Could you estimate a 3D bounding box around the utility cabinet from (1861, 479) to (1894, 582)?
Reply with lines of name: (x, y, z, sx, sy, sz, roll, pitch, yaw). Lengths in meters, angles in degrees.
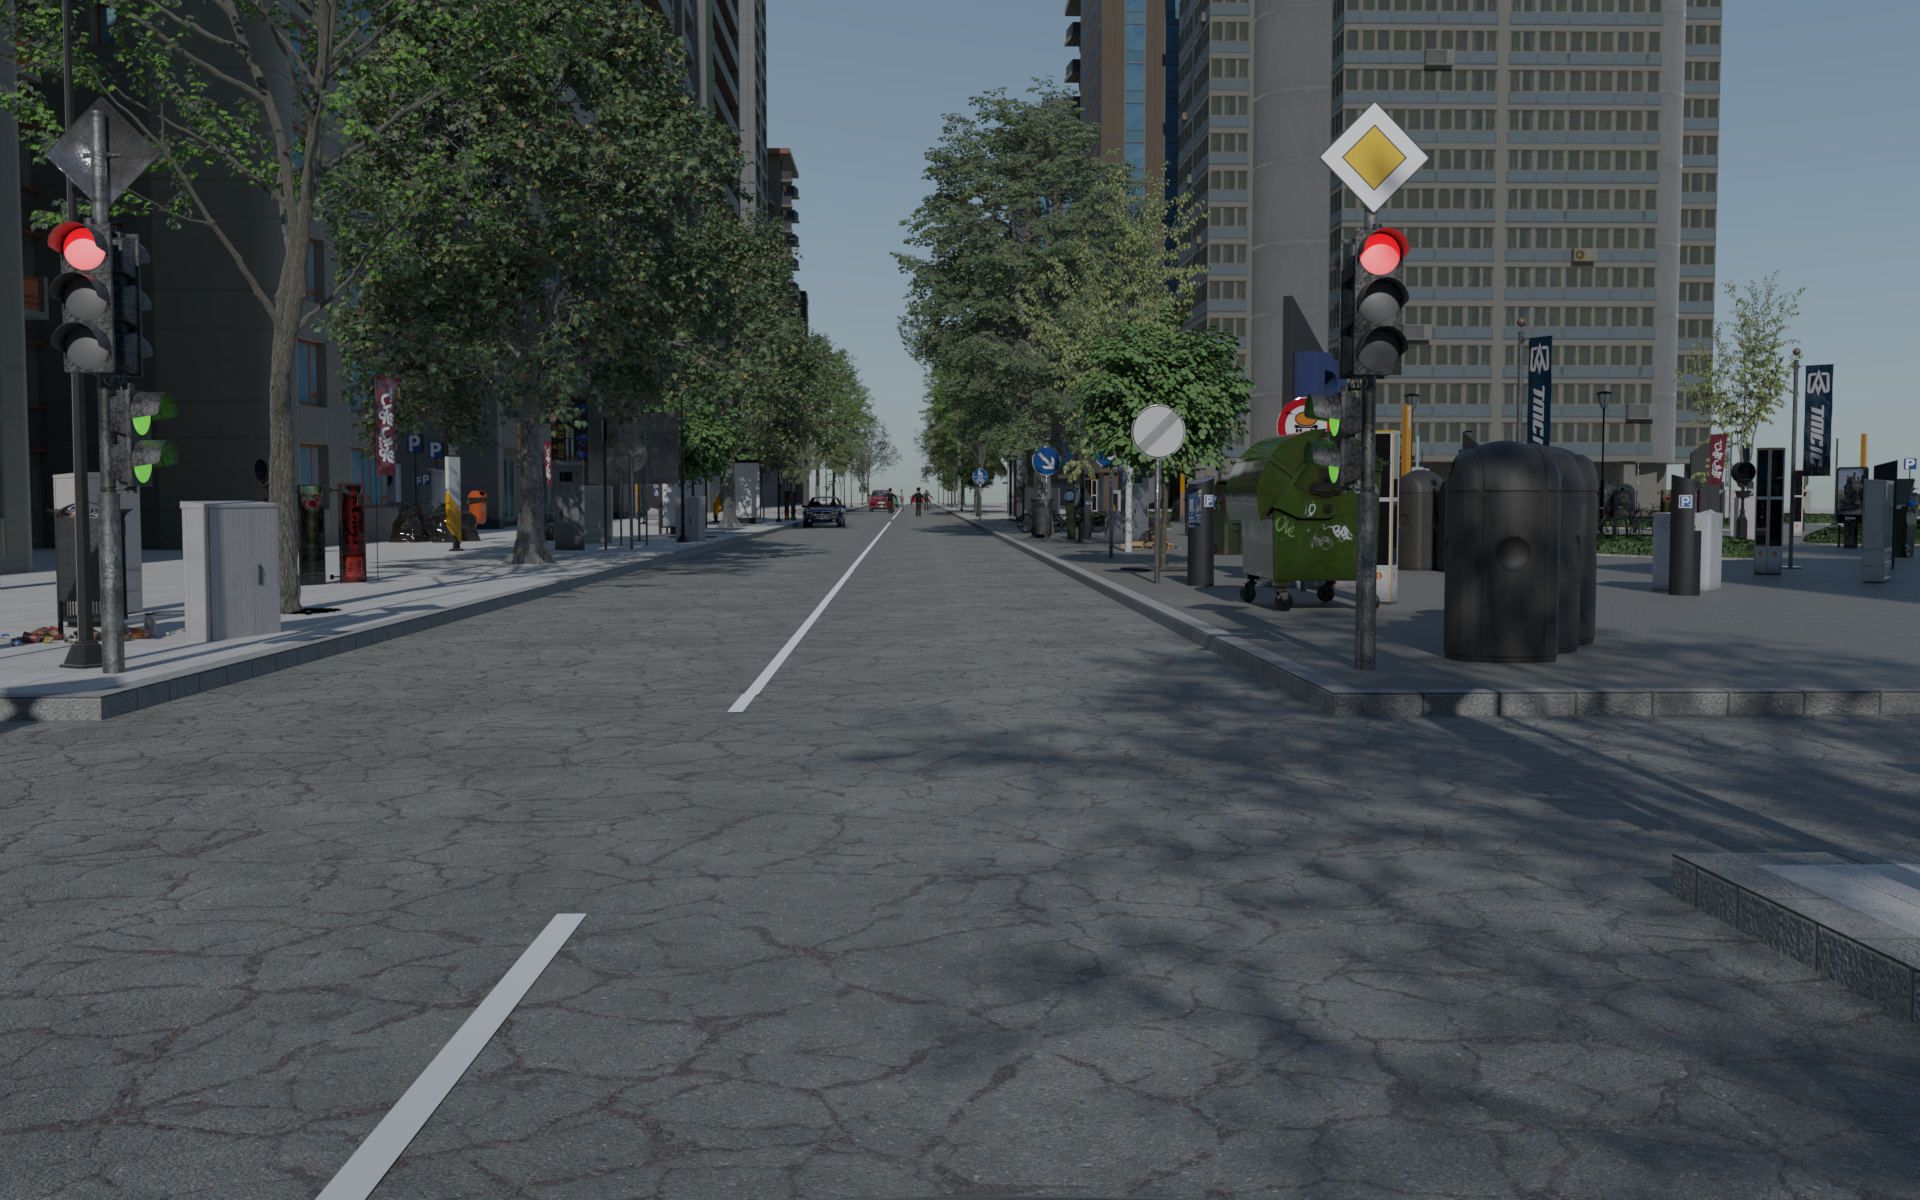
utility cabinet: (13.467, -1.022, 25.391, 0.318, 1.500, 1.173, 2, 4, 33)

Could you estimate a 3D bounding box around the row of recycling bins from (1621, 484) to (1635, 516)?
row of recycling bins: (25.296, -3.782, 68.947, 1.069, 1.692, 3.534, -2, 4, -33)

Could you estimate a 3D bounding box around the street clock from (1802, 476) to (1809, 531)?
street clock: (29.095, -3.383, 59.878, 0.471, 2.002, 0.358, -3, 4, -38)

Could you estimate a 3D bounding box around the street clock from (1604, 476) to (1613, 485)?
street clock: (26.601, -4.068, 71.086, 0.358, 2.002, 0.471, 0, 4, 1)

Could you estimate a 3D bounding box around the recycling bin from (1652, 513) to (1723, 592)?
recycling bin: (9.680, -0.642, 23.047, 0.722, 1.027, 0.722, 3, 4, 36)

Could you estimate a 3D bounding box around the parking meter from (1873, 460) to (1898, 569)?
parking meter: (15.819, -1.467, 29.689, 0.399, 1.863, 0.255, 2, 4, 26)

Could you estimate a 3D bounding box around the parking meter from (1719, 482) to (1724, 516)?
parking meter: (36.106, -4.690, 82.397, 0.399, 1.863, 0.255, -1, 4, -11)

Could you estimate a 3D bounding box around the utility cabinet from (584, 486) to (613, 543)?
utility cabinet: (-9.618, -2.218, 44.936, 1.173, 1.500, 0.318, 0, 4, -6)

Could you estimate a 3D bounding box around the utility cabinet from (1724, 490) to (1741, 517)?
utility cabinet: (37.441, -4.582, 83.600, 1.173, 1.500, 0.318, 0, 4, -3)

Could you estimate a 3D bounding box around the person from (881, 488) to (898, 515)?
person: (-4.855, -6.845, 120.048, 1.348, 1.869, 0.705, -2, 4, -35)

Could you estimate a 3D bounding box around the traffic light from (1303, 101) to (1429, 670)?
traffic light: (2.949, -1.447, 12.576, 0.839, 4.253, 0.868, 0, 4, -2)

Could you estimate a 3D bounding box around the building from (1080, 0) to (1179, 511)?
building: (15.822, -28.688, 119.166, 14.600, 45.320, 14.200, 0, 4, -2)

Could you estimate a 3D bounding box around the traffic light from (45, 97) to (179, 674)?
traffic light: (-6.059, -1.431, 12.317, 0.839, 4.253, 0.868, 0, 4, -2)

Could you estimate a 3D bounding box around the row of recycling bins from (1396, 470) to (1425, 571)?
row of recycling bins: (8.108, -1.333, 28.912, 1.069, 1.692, 3.534, -3, 5, -42)

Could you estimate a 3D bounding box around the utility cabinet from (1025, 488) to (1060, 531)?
utility cabinet: (2.816, -3.089, 59.181, 1.173, 1.500, 0.318, 1, 4, 15)

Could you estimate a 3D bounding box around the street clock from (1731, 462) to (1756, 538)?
street clock: (17.504, -2.090, 38.742, 0.471, 2.002, 0.358, 0, 4, -7)

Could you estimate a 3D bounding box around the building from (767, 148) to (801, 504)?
building: (-31.298, -34.217, 214.076, 22.147, 44.769, 28.867, 0, 4, -2)

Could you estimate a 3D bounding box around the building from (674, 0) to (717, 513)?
building: (-24.064, -26.407, 115.347, 14.154, 41.232, 14.086, 0, 4, -2)

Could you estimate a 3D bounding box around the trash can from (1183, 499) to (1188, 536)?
trash can: (7.204, -2.536, 53.114, 0.748, 1.137, 0.748, 0, 3, 0)

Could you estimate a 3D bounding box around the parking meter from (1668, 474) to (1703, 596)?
parking meter: (9.202, -0.829, 21.962, 0.372, 1.533, 0.369, 0, 3, 0)

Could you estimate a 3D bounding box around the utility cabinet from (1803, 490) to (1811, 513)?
utility cabinet: (40.882, -4.601, 83.909, 0.318, 1.500, 1.173, 3, 5, 44)

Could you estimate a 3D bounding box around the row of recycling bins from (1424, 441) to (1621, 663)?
row of recycling bins: (4.835, -0.463, 14.676, 1.069, 1.692, 3.534, 2, 4, 25)

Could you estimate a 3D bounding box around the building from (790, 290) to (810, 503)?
building: (-28.058, -28.427, 236.486, 14.160, 30.474, 14.107, 0, 4, -2)

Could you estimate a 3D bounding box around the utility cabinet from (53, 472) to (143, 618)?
utility cabinet: (-9.013, -0.577, 18.117, 0.318, 1.500, 1.173, 0, 4, 2)

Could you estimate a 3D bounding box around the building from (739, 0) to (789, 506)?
building: (-29.359, -45.884, 188.454, 20.563, 71.187, 20.611, 0, 4, -2)

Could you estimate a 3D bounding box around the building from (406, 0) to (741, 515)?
building: (-28.542, -31.139, 132.819, 21.300, 48.544, 21.600, 0, 4, -2)

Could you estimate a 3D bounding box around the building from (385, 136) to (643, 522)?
building: (-28.091, -28.950, 97.038, 21.300, 48.544, 21.600, 0, 4, -2)

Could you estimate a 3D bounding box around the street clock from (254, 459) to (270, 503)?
street clock: (-14.228, -1.893, 35.520, 0.471, 2.002, 0.358, 2, 4, 33)

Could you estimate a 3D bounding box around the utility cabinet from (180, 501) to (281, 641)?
utility cabinet: (-6.525, -0.269, 15.555, 0.306, 1.237, 1.020, 1, 4, 12)

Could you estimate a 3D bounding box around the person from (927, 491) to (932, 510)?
person: (-2.844, -9.079, 157.882, 0.436, 1.711, 0.756, -3, 5, -44)

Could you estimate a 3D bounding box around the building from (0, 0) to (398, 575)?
building: (-29.217, -11.513, 33.278, 27.650, 21.520, 28.899, 0, 4, -2)

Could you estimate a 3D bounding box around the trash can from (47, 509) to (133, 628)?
trash can: (-8.420, -0.315, 16.798, 0.748, 1.137, 0.748, 0, 3, 0)

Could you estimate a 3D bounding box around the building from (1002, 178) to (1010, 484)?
building: (17.130, -35.357, 232.710, 22.147, 44.769, 28.867, 0, 4, -2)

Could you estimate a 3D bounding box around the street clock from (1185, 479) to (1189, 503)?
street clock: (10.700, -4.704, 81.478, 0.471, 2.002, 0.358, 1, 4, 19)

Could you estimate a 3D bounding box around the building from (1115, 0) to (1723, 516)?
building: (25.773, -24.993, 100.523, 32.217, 40.220, 23.993, 0, 4, -2)

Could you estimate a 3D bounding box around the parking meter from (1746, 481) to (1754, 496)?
parking meter: (32.435, -4.005, 71.187, 0.255, 1.863, 0.399, 1, 4, 9)

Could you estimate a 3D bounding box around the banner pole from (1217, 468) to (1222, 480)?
banner pole: (11.285, -5.219, 75.349, 0.401, 3.779, 0.863, 0, 4, -5)

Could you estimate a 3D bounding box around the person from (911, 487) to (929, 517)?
person: (-2.524, -6.006, 106.330, 1.348, 1.869, 0.705, 3, 4, 37)

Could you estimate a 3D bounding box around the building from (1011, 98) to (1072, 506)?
building: (13.882, -33.444, 196.925, 14.600, 45.320, 14.200, 0, 4, -2)

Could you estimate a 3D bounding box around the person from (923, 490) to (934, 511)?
person: (-2.894, -8.581, 148.823, 1.348, 1.821, 0.705, 0, 4, -3)

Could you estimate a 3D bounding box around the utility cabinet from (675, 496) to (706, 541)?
utility cabinet: (-7.368, -2.210, 47.297, 1.020, 1.237, 0.306, 3, 5, 44)

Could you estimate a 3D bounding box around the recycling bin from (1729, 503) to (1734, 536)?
recycling bin: (23.082, -2.342, 50.842, 0.722, 1.027, 0.722, 3, 5, 43)

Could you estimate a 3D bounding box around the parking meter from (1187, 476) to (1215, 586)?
parking meter: (3.371, -0.967, 24.226, 0.372, 1.533, 0.369, 0, 3, 0)

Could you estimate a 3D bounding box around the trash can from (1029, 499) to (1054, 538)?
trash can: (2.406, -2.405, 50.983, 0.748, 1.137, 0.748, 0, 3, 0)

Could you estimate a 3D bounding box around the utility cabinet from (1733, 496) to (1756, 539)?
utility cabinet: (21.827, -2.229, 47.604, 1.020, 1.237, 0.306, 0, 4, -2)

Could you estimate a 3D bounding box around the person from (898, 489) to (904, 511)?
person: (-4.949, -8.317, 144.358, 0.599, 1.838, 0.709, -1, 4, -13)

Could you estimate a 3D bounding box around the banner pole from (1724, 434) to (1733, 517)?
banner pole: (31.670, -4.976, 71.378, 0.401, 3.779, 0.863, 3, 5, 42)

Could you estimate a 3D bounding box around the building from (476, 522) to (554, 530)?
building: (-27.596, -27.378, 71.338, 21.300, 48.544, 21.600, 0, 4, -2)

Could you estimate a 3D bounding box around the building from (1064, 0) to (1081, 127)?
building: (19.954, -29.735, 140.796, 22.147, 44.769, 28.867, 0, 4, -2)
